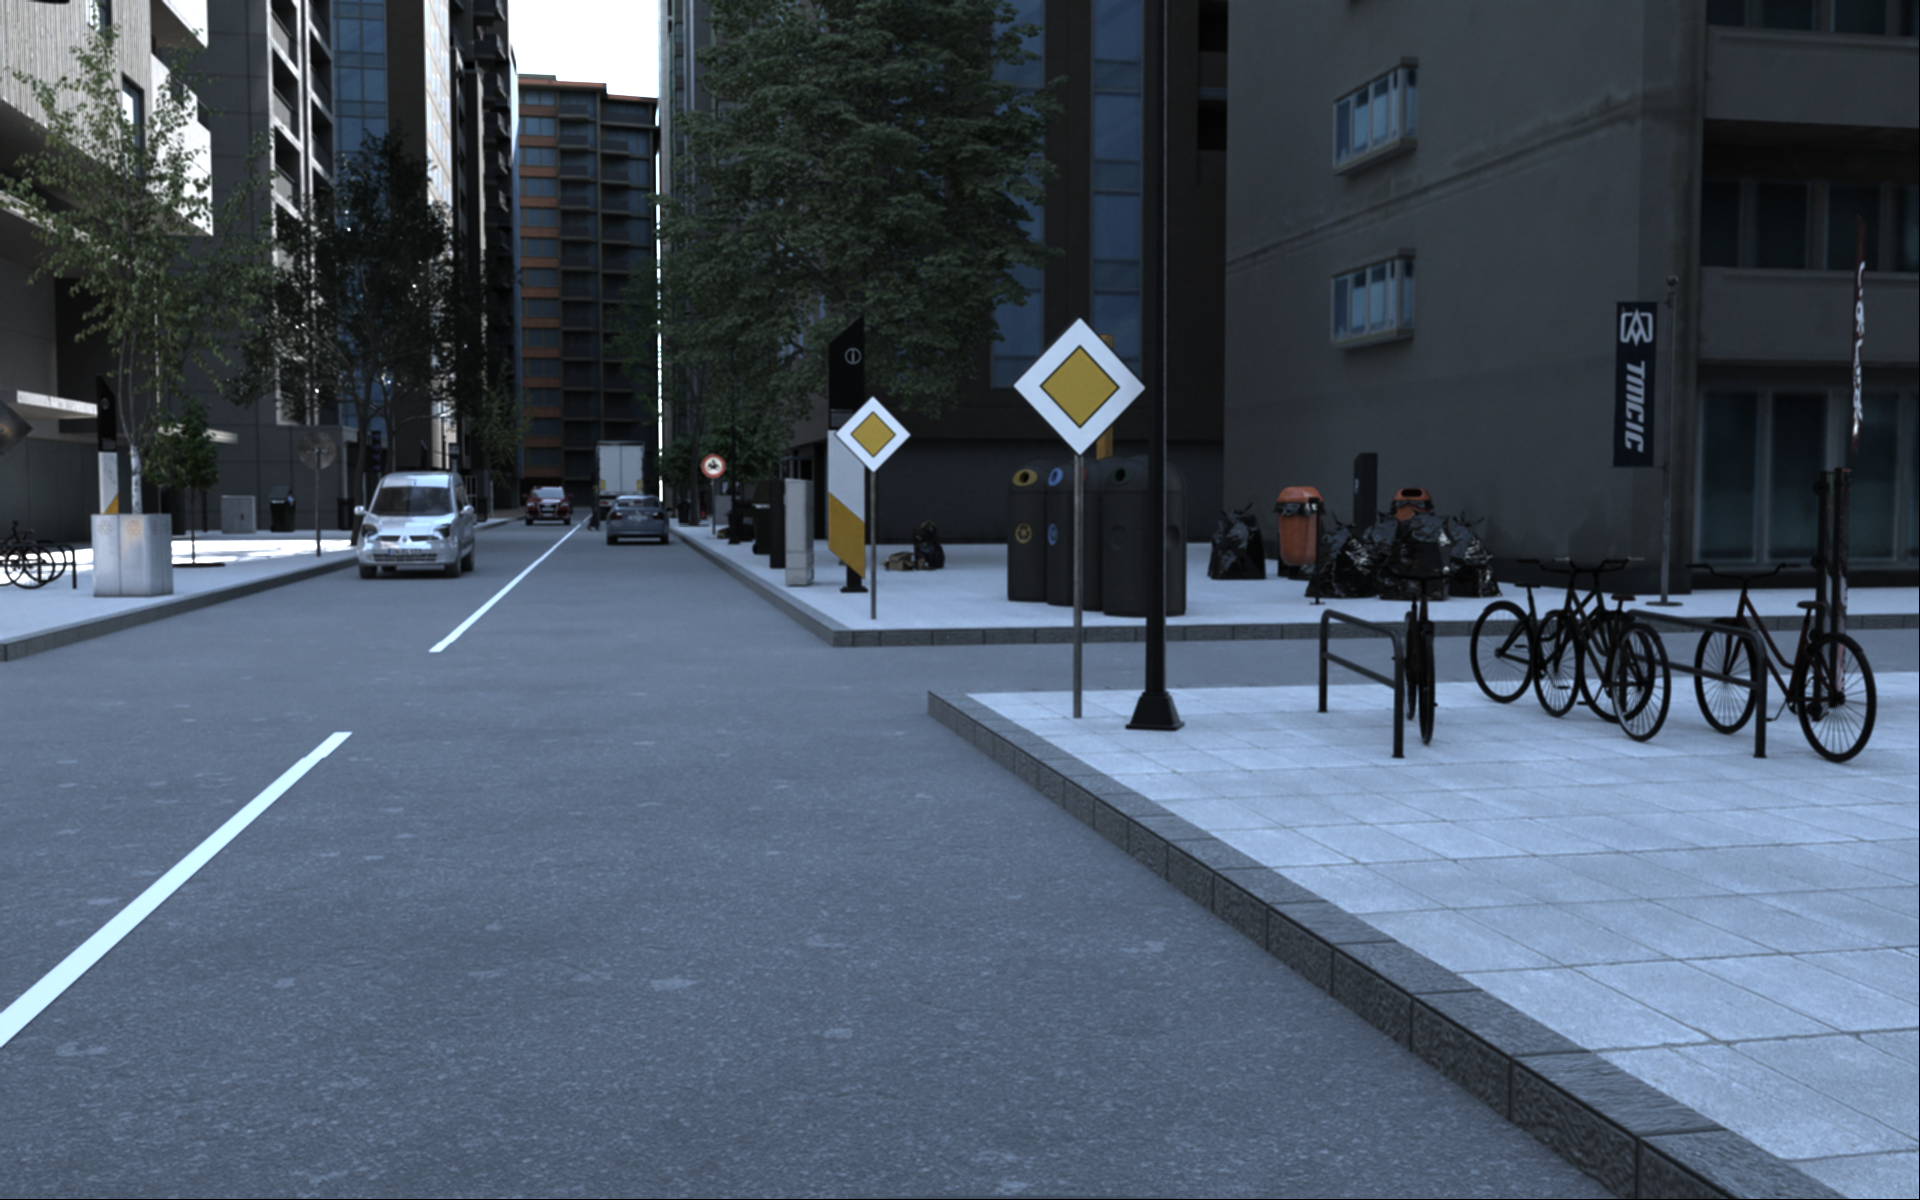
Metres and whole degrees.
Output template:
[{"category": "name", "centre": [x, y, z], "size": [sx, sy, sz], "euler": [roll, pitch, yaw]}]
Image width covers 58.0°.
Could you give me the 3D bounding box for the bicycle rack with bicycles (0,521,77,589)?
[{"category": "bicycle rack with bicycles", "centre": [-13.463, -0.621, 23.543], "size": [2.925, 0.926, 2.852], "euler": [-3, 5, -40]}]

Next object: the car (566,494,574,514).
[{"category": "car", "centre": [-28.463, -6.930, 123.085], "size": [2.009, 1.686, 4.222], "euler": [-1, 4, -9]}]

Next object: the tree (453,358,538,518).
[{"category": "tree", "centre": [-24.725, -8.672, 92.146], "size": [4.737, 8.622, 4.395], "euler": [0, 3, 0]}]

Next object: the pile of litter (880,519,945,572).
[{"category": "pile of litter", "centre": [-0.842, -0.952, 29.531], "size": [1.176, 0.858, 1.719], "euler": [2, 4, 28]}]

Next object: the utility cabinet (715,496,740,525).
[{"category": "utility cabinet", "centre": [-9.664, -3.720, 71.976], "size": [1.020, 1.237, 0.306], "euler": [1, 4, 12]}]

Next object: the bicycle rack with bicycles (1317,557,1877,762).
[{"category": "bicycle rack with bicycles", "centre": [3.149, 0.241, 9.445], "size": [2.852, 0.926, 2.925], "euler": [0, 4, 1]}]

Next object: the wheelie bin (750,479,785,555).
[{"category": "wheelie bin", "centre": [-4.028, -1.772, 36.886], "size": [0.980, 1.594, 0.693], "euler": [2, 4, 25]}]

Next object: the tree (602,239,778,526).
[{"category": "tree", "centre": [-10.475, -8.757, 68.927], "size": [9.928, 11.665, 9.643], "euler": [0, 3, 0]}]

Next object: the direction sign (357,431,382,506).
[{"category": "direction sign", "centre": [-21.160, -4.288, 62.109], "size": [0.876, 3.537, 0.379], "euler": [0, 4, 7]}]

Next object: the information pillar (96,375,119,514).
[{"category": "information pillar", "centre": [-16.851, -2.623, 34.241], "size": [0.183, 3.616, 0.504], "euler": [0, 4, 8]}]

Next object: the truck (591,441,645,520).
[{"category": "truck", "centre": [-19.224, -6.632, 97.342], "size": [2.839, 4.237, 11.283], "euler": [-1, 4, -13]}]

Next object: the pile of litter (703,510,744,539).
[{"category": "pile of litter", "centre": [-6.502, -2.196, 49.871], "size": [1.719, 0.858, 1.176], "euler": [1, 4, 9]}]

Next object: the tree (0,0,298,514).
[{"category": "tree", "centre": [-12.675, -4.689, 27.029], "size": [4.737, 8.622, 4.395], "euler": [0, 3, 0]}]

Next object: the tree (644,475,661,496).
[{"category": "tree", "centre": [-28.370, -10.199, 161.350], "size": [1.663, 3.219, 1.824], "euler": [0, 3, 0]}]

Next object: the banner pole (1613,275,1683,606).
[{"category": "banner pole", "centre": [7.895, -1.826, 19.875], "size": [0.863, 3.779, 0.401], "euler": [0, 4, 0]}]

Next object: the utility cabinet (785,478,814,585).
[{"category": "utility cabinet", "centre": [-2.253, -0.967, 24.484], "size": [0.318, 1.500, 1.173], "euler": [0, 3, 0]}]

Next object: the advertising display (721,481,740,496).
[{"category": "advertising display", "centre": [-11.149, -4.825, 84.110], "size": [0.974, 1.923, 0.123], "euler": [-2, 4, -31]}]

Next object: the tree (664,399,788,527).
[{"category": "tree", "centre": [-7.472, -4.621, 59.269], "size": [4.285, 4.588, 4.351], "euler": [0, 3, 0]}]

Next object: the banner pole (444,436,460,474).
[{"category": "banner pole", "centre": [-21.834, -5.153, 74.270], "size": [0.863, 3.779, 0.401], "euler": [-1, 4, -17]}]

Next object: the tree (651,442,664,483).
[{"category": "tree", "centre": [-13.324, -6.284, 86.460], "size": [4.285, 4.588, 4.351], "euler": [0, 3, 0]}]

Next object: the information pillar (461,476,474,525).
[{"category": "information pillar", "centre": [-20.136, -4.042, 70.572], "size": [0.304, 2.012, 0.304], "euler": [1, 4, 18]}]

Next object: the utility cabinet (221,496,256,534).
[{"category": "utility cabinet", "centre": [-23.245, -2.729, 55.788], "size": [1.020, 1.237, 0.306], "euler": [0, 4, 3]}]

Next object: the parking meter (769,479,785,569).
[{"category": "parking meter", "centre": [-3.103, -1.317, 29.939], "size": [0.372, 1.533, 0.369], "euler": [0, 3, 0]}]

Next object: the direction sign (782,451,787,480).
[{"category": "direction sign", "centre": [-6.436, -4.375, 63.521], "size": [0.379, 3.537, 0.876], "euler": [0, 4, 3]}]

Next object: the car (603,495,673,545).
[{"category": "car", "centre": [-9.352, -2.344, 50.333], "size": [2.014, 1.417, 4.499], "euler": [-1, 4, -10]}]

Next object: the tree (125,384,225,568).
[{"category": "tree", "centre": [-13.605, -2.212, 30.770], "size": [1.663, 3.219, 1.824], "euler": [0, 3, 0]}]

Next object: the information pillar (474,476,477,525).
[{"category": "information pillar", "centre": [-20.121, -4.086, 71.300], "size": [0.304, 2.012, 0.304], "euler": [2, 4, 30]}]

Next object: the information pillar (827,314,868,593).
[{"category": "information pillar", "centre": [-1.464, -1.906, 22.520], "size": [0.504, 3.616, 0.183], "euler": [-1, 4, -12]}]

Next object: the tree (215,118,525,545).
[{"category": "tree", "centre": [-14.704, -6.629, 42.795], "size": [7.601, 10.594, 8.767], "euler": [0, 4, 5]}]

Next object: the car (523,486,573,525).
[{"category": "car", "centre": [-19.286, -4.429, 81.079], "size": [2.281, 1.827, 5.304], "euler": [-1, 4, -13]}]

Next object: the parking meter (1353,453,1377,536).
[{"category": "parking meter", "centre": [5.800, -1.168, 24.814], "size": [0.255, 1.863, 0.399], "euler": [0, 4, -1]}]

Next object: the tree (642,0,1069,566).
[{"category": "tree", "centre": [-1.551, -6.888, 30.754], "size": [7.486, 12.596, 7.792], "euler": [0, 3, 0]}]

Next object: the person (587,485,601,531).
[{"category": "person", "centre": [-14.317, -3.607, 67.898], "size": [0.576, 1.772, 0.534], "euler": [3, 5, 44]}]

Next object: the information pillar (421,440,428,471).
[{"category": "information pillar", "centre": [-23.313, -5.140, 75.397], "size": [0.183, 3.616, 0.504], "euler": [-3, 5, -42]}]

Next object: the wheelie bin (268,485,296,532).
[{"category": "wheelie bin", "centre": [-22.804, -3.081, 58.279], "size": [0.980, 1.594, 0.693], "euler": [1, 4, 8]}]
